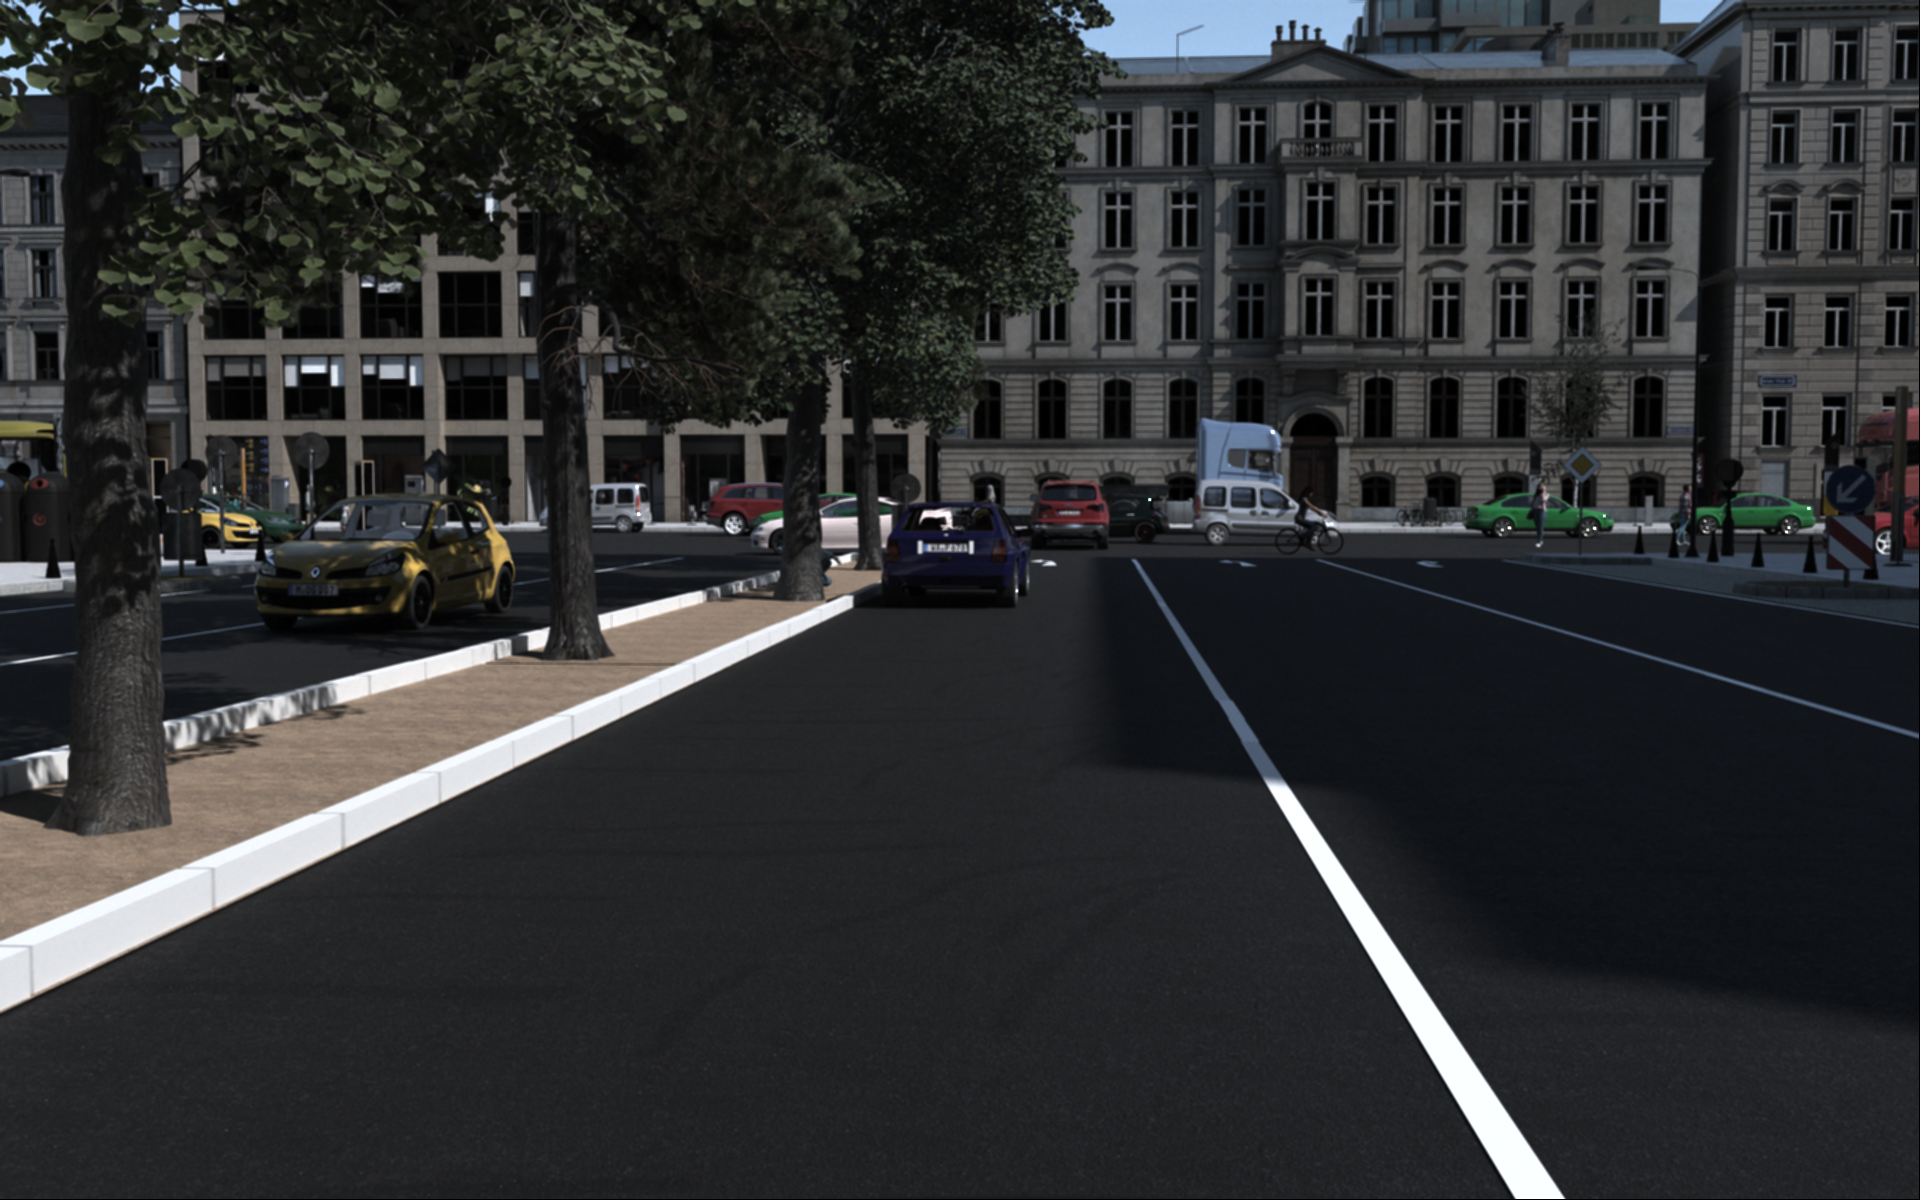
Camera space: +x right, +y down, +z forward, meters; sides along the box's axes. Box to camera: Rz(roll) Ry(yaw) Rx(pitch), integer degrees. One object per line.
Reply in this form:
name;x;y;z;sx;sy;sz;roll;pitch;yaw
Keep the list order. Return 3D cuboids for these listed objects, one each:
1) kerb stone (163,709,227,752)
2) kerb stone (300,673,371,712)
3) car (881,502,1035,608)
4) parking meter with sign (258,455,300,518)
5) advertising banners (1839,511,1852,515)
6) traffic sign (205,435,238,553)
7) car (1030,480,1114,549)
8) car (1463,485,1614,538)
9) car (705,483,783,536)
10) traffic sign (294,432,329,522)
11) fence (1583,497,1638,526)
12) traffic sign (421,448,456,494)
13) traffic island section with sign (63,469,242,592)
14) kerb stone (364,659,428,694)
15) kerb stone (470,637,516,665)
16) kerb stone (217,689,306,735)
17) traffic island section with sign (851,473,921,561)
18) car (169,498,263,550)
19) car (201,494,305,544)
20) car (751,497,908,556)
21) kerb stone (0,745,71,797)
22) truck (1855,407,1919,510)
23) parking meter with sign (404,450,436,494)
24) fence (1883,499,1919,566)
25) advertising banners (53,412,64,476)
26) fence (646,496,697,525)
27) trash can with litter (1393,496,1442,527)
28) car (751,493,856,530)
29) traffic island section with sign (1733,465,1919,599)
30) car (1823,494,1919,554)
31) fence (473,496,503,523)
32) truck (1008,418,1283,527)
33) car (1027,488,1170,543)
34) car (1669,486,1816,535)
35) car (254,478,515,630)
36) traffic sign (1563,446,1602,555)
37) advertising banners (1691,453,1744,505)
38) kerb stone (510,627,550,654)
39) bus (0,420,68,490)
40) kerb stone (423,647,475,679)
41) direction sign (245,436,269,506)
kerb stone;-4.431;0.764;9.708;0.120;0.150;1.000;0;4;4
kerb stone;-4.282;0.641;11.756;0.120;0.150;1.000;0;4;4
car;0.004;-0.655;23.283;1.945;1.354;3.894;0;4;6
parking meter with sign;-30.310;-4.951;77.205;1.738;3.016;0.543;1;4;13
advertising banners;34.227;-4.227;65.295;2.074;3.025;0.090;2;4;23
traffic sign;-15.949;-2.281;37.395;0.768;2.556;0.104;1;4;11
car;2.981;-2.314;46.506;2.281;1.827;5.304;0;4;5
car;19.061;-2.950;57.029;4.718;1.807;1.959;0;4;3
car;-6.090;-3.111;59.531;5.304;1.827;2.281;0;4;5
traffic sign;-13.337;-2.172;35.620;0.768;2.556;0.104;0;4;7
fence;26.465;-3.640;70.715;2.264;1.192;0.480;1;4;22
traffic sign;-11.451;-2.105;38.057;0.795;2.450;0.064;0;4;4
traffic island section with sign;-12.060;-1.073;26.179;1.989;1.847;2.006;0;4;4
kerb stone;-4.200;0.575;12.786;0.120;0.150;1.000;0;4;4
kerb stone;-4.050;0.452;14.835;0.120;0.150;1.000;0;4;4
kerb stone;-4.355;0.701;10.732;0.120;0.150;1.000;0;4;4
traffic island section with sign;-1.247;-1.801;37.578;2.006;1.907;1.989;0;4;4
car;-20.400;-2.155;45.461;3.980;1.641;2.015;0;4;6
car;-21.806;-2.401;51.054;4.920;1.459;2.131;0;4;6
car;-2.549;-1.750;40.972;4.827;1.381;2.083;0;4;5
kerb stone;-4.514;0.827;8.679;0.120;0.150;1.000;0;4;4
truck;30.552;-3.647;48.534;11.283;4.237;2.839;0;4;4
parking meter with sign;-21.855;-4.469;69.328;1.738;3.016;0.543;0;4;-6
fence;16.989;-1.139;29.829;0.480;1.192;2.264;-1;4;-15
advertising banners;-18.766;-2.472;36.612;0.090;3.025;2.074;-3;5;-45
fence;-12.081;-3.746;72.452;2.264;1.192;0.480;2;4;27
trash can with litter;18.140;-3.507;68.396;2.233;1.210;1.678;0;4;-2
car;-4.076;-2.732;53.457;4.718;1.807;1.959;0;4;4
traffic island section with sign;12.106;-0.966;24.427;1.989;1.847;2.006;0;4;4
car;21.961;-1.849;39.267;4.494;1.783;2.155;0;4;2
fence;-21.174;-4.061;77.606;2.264;1.192;0.480;3;5;40
truck;2.851;-4.459;62.669;18.799;4.110;2.967;0;4;6
car;4.086;-2.533;51.202;4.222;1.686;2.009;0;4;5
car;27.514;-3.193;61.006;4.718;1.807;1.959;0;4;6
car;-6.415;-0.569;19.534;2.015;1.641;3.980;0;4;5
traffic sign;12.971;-1.990;36.180;0.795;2.450;0.064;0;4;4
advertising banners;31.894;-4.698;73.001;2.074;3.025;0.090;2;4;24
kerb stone;-3.970;0.388;15.858;0.120;0.150;1.000;0;4;4
bus;-34.967;-4.105;58.666;12.252;3.916;2.896;0;4;3
kerb stone;-4.122;0.518;13.810;0.120;0.150;1.000;0;4;4
direction sign;-27.583;-4.649;68.006;0.876;3.537;0.379;-2;4;-34
